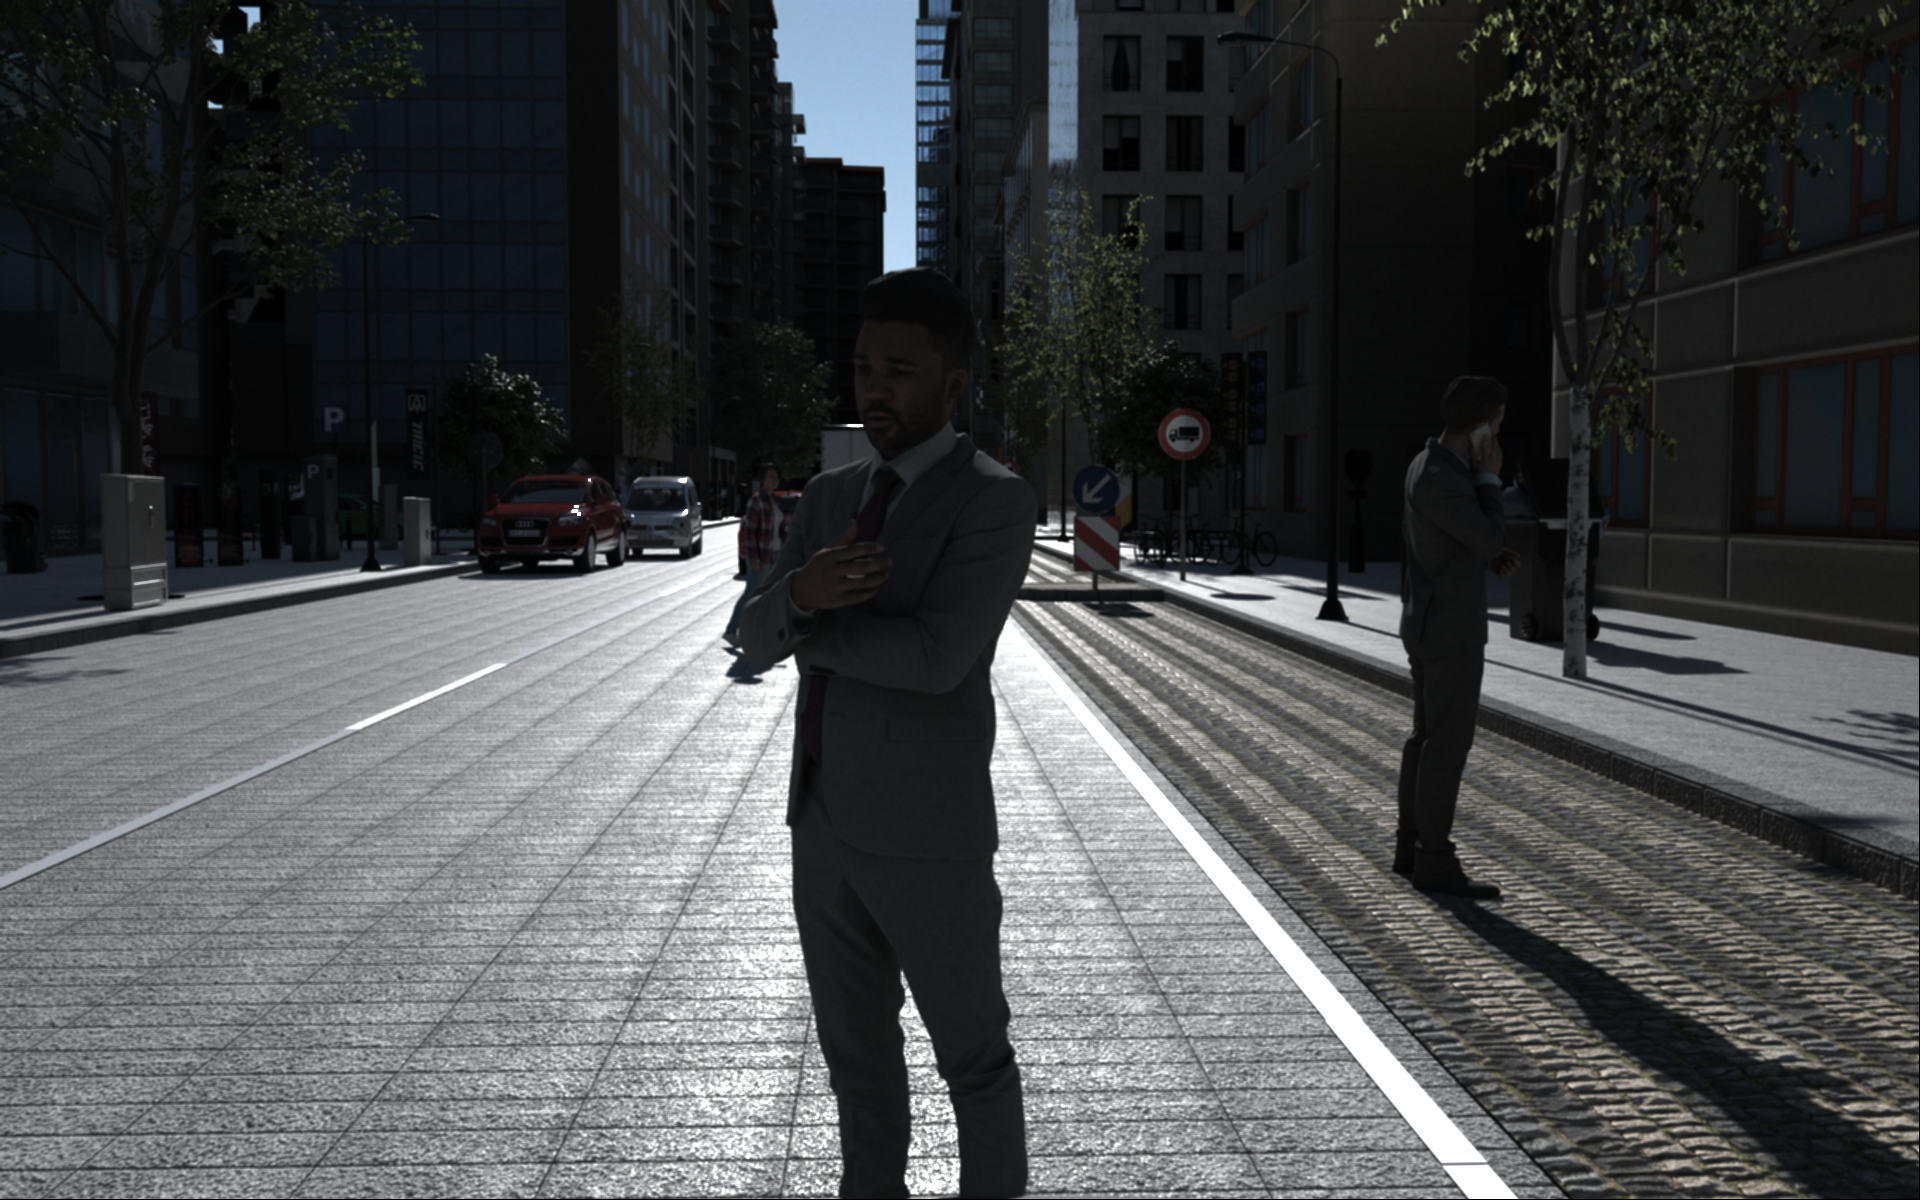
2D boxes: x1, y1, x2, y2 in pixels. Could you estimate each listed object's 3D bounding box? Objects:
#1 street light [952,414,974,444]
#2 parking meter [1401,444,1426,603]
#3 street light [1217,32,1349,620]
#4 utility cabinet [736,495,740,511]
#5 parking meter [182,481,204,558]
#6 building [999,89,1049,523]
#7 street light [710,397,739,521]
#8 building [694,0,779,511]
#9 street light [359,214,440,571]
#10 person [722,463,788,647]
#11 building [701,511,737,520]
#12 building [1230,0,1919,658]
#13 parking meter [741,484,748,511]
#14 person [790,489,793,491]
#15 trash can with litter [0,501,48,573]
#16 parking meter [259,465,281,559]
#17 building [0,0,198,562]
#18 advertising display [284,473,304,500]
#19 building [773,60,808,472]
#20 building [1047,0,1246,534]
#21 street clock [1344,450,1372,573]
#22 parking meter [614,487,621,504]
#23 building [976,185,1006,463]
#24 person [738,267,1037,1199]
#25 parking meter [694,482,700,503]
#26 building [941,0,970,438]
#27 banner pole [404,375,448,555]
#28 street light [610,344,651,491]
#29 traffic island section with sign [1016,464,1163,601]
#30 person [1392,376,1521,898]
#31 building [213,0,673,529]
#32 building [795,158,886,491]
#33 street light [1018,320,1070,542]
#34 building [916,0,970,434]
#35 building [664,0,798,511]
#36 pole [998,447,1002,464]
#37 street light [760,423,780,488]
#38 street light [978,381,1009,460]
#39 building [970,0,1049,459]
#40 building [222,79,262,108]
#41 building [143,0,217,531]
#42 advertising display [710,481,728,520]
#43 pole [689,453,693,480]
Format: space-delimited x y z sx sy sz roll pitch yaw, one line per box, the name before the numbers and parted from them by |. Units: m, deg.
street light | 0.258 -7.838 100.693 1.470 5.913 1.316 0 4 -2
parking meter | 5.423 -0.902 20.455 0.399 1.863 0.255 -3 5 -44
street light | 3.282 -2.756 17.603 1.470 5.913 1.316 0 4 -2
utility cabinet | -16.514 -7.151 128.079 0.306 1.237 1.020 -1 4 -20
parking meter | -15.390 -1.610 34.734 0.372 1.533 0.369 0 3 0
building | 7.358 -14.436 85.175 9.793 20.994 18.267 0 4 -2
street light | -11.290 -6.767 83.183 1.470 5.913 1.316 0 4 -2
building | -26.392 -29.836 142.448 22.147 44.769 28.867 0 4 -2
street light | -9.328 -3.445 28.865 1.470 5.913 1.316 0 4 -2
person | -1.875 -0.425 16.284 0.643 1.720 0.563 1 4 21
building | -23.184 -40.164 94.936 20.563 71.187 20.611 0 4 -2
building | 20.834 -11.132 27.045 27.650 21.520 28.899 0 4 -2
parking meter | -12.078 -5.581 96.959 0.255 1.863 0.399 -3 4 -38
person | -11.753 -6.876 121.113 0.537 1.800 0.526 1 4 11
trash can with litter | -15.266 -1.028 28.195 0.624 1.170 1.055 -1 4 -14
parking meter | -13.607 -1.739 34.148 0.255 1.863 0.399 0 4 -1
building | -32.135 -25.162 31.012 30.456 49.044 23.786 0 4 -2
advertising display | -20.266 -2.922 52.985 0.123 1.923 0.974 1 4 19
building | -32.407 -34.958 191.176 30.456 49.044 23.786 0 4 -2
building | 11.921 -12.573 60.314 16.860 20.320 10.420 0 4 -2
street clock | 6.495 -1.452 28.305 0.358 2.002 0.471 -1 4 -23
parking meter | -12.002 -3.181 60.425 0.372 1.533 0.369 0 3 0
building | 8.347 -17.942 112.438 14.460 24.649 34.723 0 4 -2
person | -0.135 0.356 2.866 0.511 1.800 0.466 2 4 26
parking meter | -12.716 -4.780 83.866 0.255 1.863 0.399 0 4 -3
building | 12.642 -36.774 190.491 28.713 52.752 27.495 0 4 -2
banner pole | -11.216 -2.835 36.362 0.863 3.779 0.401 -3 4 -36
street light | -10.279 -4.973 53.851 1.470 5.913 1.316 0 4 -2
traffic island section with sign | 1.691 -0.940 23.998 1.989 1.847 2.006 0 4 -2
person | 1.820 0.123 6.299 0.447 1.846 0.655 0 4 1
building | -19.433 -25.598 68.640 14.600 45.320 14.200 0 4 -2
building | -23.964 -34.793 223.487 28.867 44.769 22.147 0 4 -2
street light | 2.243 -4.520 46.440 1.470 5.913 1.316 0 4 -2
building | 5.928 -55.731 223.871 31.000 86.520 22.319 0 4 -2
building | -26.263 -44.556 166.745 20.563 71.187 20.611 0 4 -2
pole | 1.767 -5.013 75.811 0.158 3.312 0.155 0 3 0
street light | -12.404 -8.570 112.666 1.470 5.913 1.316 0 4 -2
street light | 1.449 -6.024 71.038 1.470 5.913 1.316 0 4 -2
building | 7.764 -27.971 140.914 14.154 41.232 14.086 0 4 -2
building | -76.848 -38.869 224.744 27.495 52.752 28.713 0 4 -2
building | -34.487 -25.065 59.929 14.200 45.320 14.600 0 4 -2
advertising display | -12.071 -4.988 86.760 0.974 1.923 0.123 1 4 16
pole | -13.265 -5.605 85.482 0.158 3.312 0.155 0 3 0
